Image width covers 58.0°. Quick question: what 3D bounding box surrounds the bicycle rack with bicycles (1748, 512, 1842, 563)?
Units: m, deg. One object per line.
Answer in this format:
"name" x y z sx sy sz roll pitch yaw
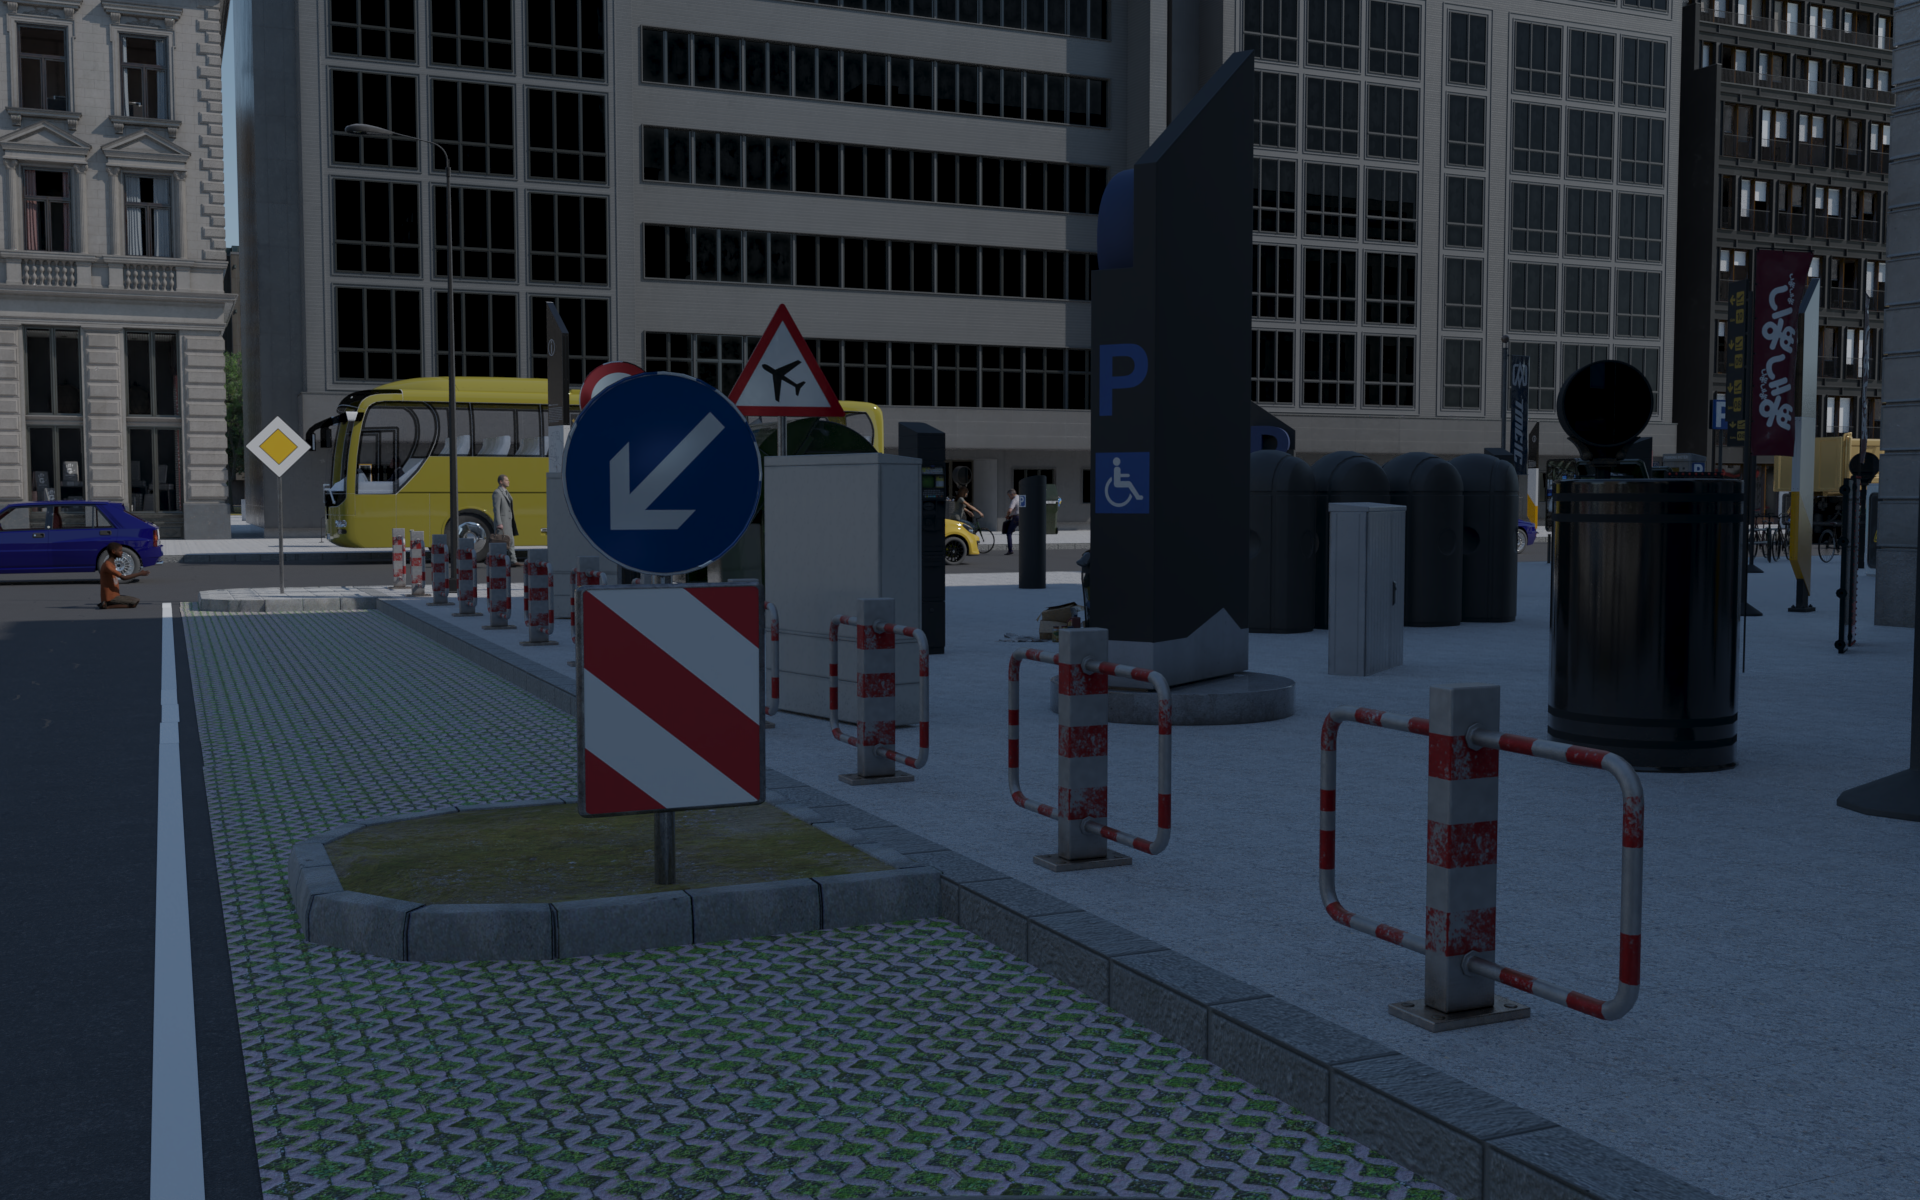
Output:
"bicycle rack with bicycles" 16.038 -1.200 33.004 2.852 0.926 2.925 3 5 45

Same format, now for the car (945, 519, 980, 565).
"car" -1.541 -1.516 35.014 3.980 1.641 2.015 -2 4 -24

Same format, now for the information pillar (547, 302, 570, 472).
"information pillar" -4.877 -1.817 21.056 0.183 3.616 0.504 -2 4 -35

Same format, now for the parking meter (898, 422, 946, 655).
"parking meter" -0.304 -0.501 13.901 0.255 1.863 0.399 -2 4 -30

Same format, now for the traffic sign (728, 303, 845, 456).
"traffic sign" -1.223 -0.729 11.924 0.884 2.594 0.081 -1 4 -20

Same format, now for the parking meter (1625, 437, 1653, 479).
"parking meter" 6.821 -0.732 17.686 0.399 1.863 0.255 -1 4 -21

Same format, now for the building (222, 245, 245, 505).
"building" -81.039 -26.354 202.587 14.107 30.474 14.160 -2 4 -25

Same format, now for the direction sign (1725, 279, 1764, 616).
"direction sign" 8.291 -1.604 18.227 0.379 3.537 0.876 0 4 -6

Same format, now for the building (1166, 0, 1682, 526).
"building" 15.979 -16.976 71.057 24.014 27.812 14.314 -2 4 -25

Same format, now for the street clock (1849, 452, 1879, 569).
"street clock" 15.542 -1.543 29.805 0.471 2.002 0.358 2 4 24

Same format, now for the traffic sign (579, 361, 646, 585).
"traffic sign" -3.273 -1.014 16.682 0.768 2.556 0.104 -1 4 -19

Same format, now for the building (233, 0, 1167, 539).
"building" -8.637 -14.736 59.993 30.058 24.678 14.314 -2 4 -25

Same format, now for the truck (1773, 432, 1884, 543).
"truck" 28.646 -3.388 51.313 9.791 3.379 3.469 -1 4 -23

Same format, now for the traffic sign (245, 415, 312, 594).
"traffic sign" -8.728 -1.137 22.227 0.795 2.450 0.064 -2 4 -25

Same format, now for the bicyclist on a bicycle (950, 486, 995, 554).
"bicyclist on a bicycle" 0.119 -1.919 41.397 1.625 1.676 1.499 -2 4 -25

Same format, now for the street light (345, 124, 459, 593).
"street light" -7.058 -3.033 22.138 1.470 5.913 1.316 -2 4 -25

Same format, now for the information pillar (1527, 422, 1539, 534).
"information pillar" 18.604 -3.966 56.201 0.183 3.616 0.504 -1 4 -14

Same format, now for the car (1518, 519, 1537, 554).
"car" 11.902 -1.778 41.658 3.894 1.354 1.945 -2 4 -24

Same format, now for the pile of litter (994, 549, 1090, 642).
"pile of litter" 1.187 -0.083 15.327 1.719 0.858 1.176 0 4 6

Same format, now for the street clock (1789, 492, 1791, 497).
"street clock" 27.676 -3.236 57.477 0.358 2.002 0.471 2 4 35

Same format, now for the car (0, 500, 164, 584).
"car" -14.905 -0.928 27.753 3.894 1.354 1.945 -2 4 -24

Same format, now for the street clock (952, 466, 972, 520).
"street clock" 0.052 -2.495 45.356 0.471 2.002 0.358 -2 4 -35

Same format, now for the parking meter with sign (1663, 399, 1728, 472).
"parking meter with sign" 13.727 -2.237 32.830 0.543 3.016 1.738 -2 4 -25

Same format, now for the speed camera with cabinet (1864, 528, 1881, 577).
"speed camera with cabinet" 14.424 -1.941 26.066 0.660 3.252 2.038 0 4 1

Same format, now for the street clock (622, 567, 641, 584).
"street clock" -2.785 -0.628 14.842 0.358 2.002 0.471 3 5 40

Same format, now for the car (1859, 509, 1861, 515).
"car" 25.925 -2.097 46.090 4.920 1.459 2.131 -2 4 -24

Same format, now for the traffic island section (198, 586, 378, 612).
"traffic island section" -8.710 -0.002 22.313 2.009 0.180 2.903 -2 4 -25

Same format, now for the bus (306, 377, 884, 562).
"bus" -7.750 -2.852 38.173 12.252 3.916 2.896 -2 4 -26

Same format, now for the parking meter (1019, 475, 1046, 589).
"parking meter" 0.984 -0.925 23.527 0.372 1.533 0.369 0 3 0

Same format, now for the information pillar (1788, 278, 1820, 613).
"information pillar" 9.140 -1.676 18.750 0.183 3.616 0.504 3 5 43

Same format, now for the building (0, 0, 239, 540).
"building" -30.941 -13.439 48.612 19.941 23.489 11.050 -2 4 -25

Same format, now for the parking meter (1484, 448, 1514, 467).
"parking meter" 6.722 -0.975 21.653 0.255 1.863 0.399 0 4 -6

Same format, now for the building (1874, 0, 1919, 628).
"building" 19.079 -10.180 8.240 13.314 21.916 24.055 -2 4 -25

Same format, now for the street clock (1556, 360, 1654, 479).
"street clock" 3.508 -0.300 9.477 0.471 2.002 0.358 1 4 11

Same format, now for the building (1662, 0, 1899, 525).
"building" 35.049 -15.242 78.890 15.834 23.373 12.332 -2 4 -25

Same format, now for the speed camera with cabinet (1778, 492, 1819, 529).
"speed camera with cabinet" 31.234 -4.236 63.600 0.660 3.252 2.038 -3 5 -44
